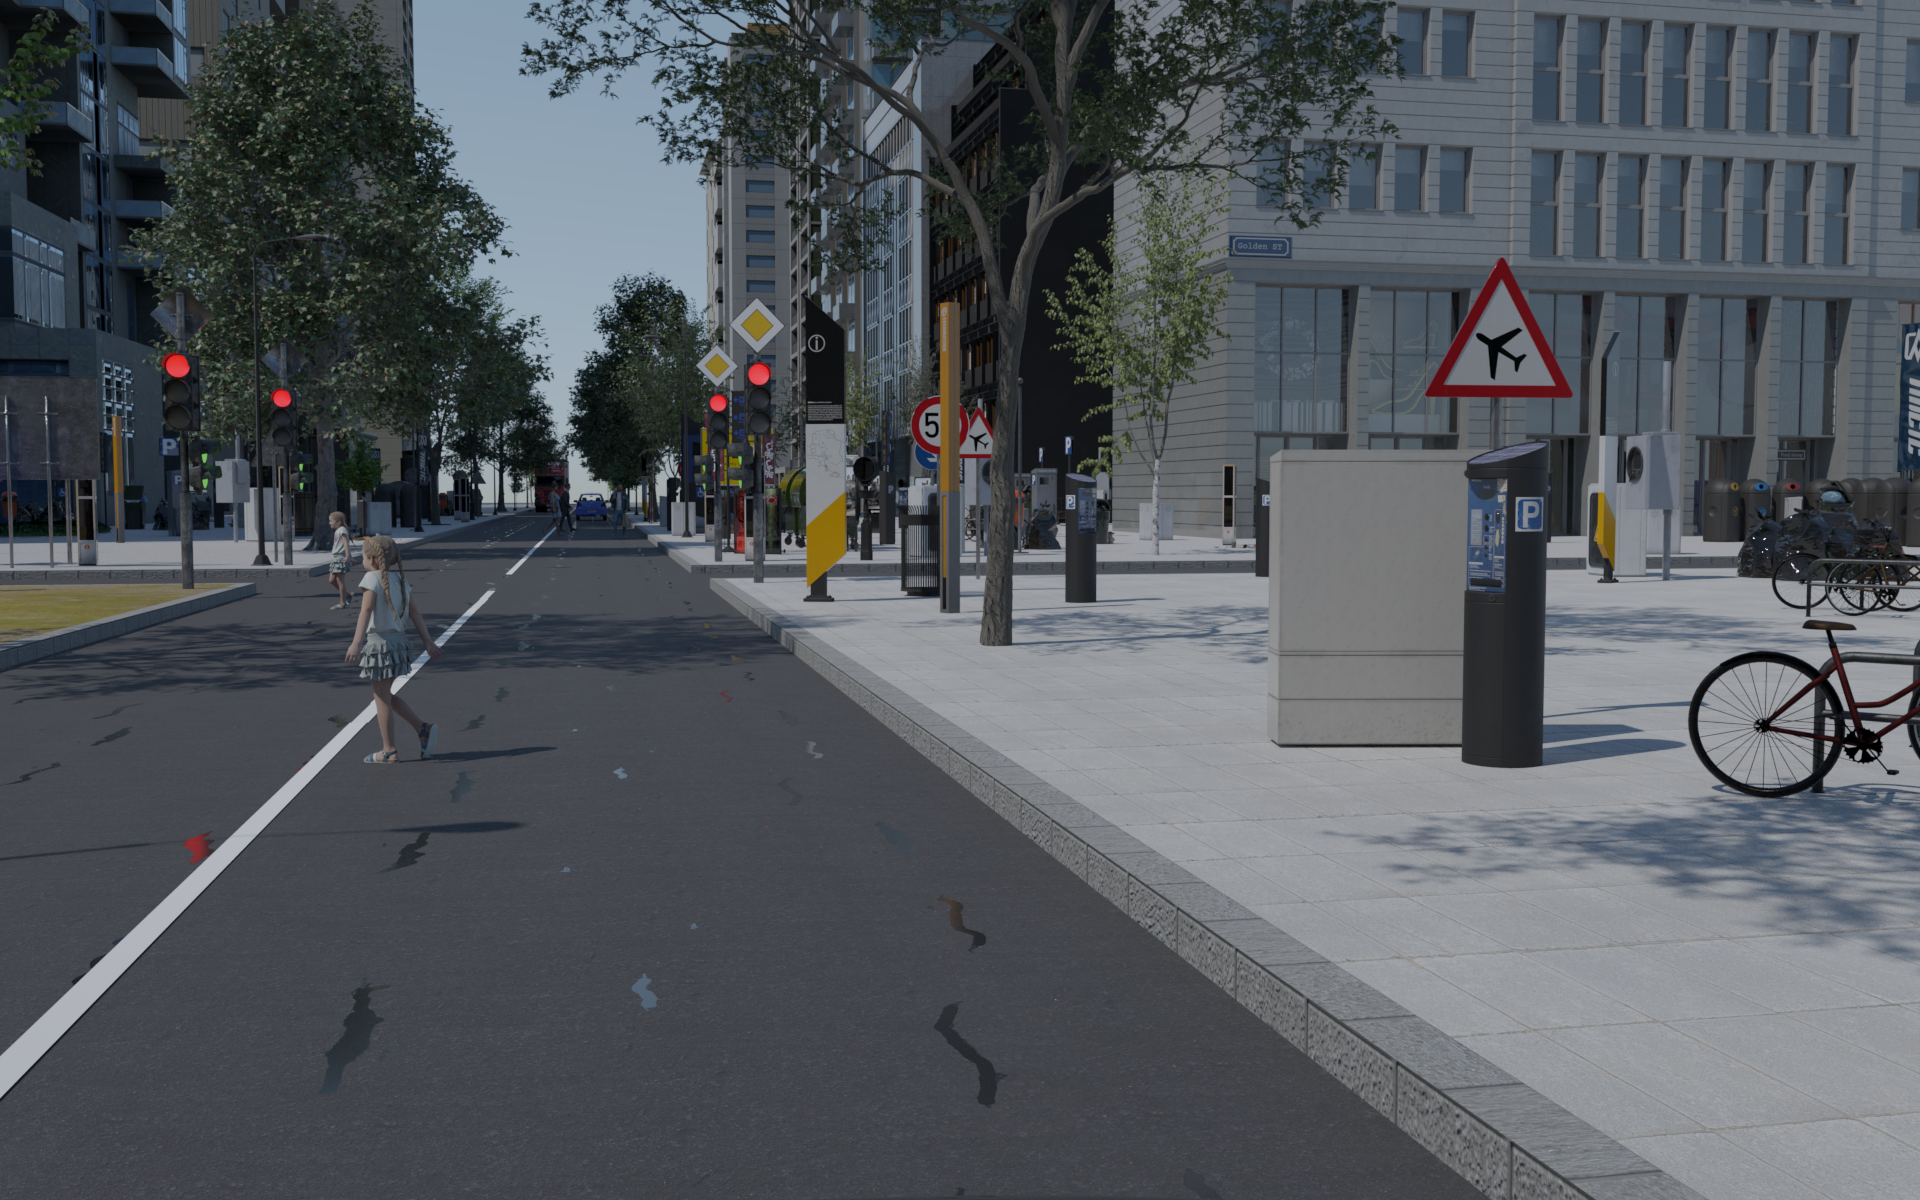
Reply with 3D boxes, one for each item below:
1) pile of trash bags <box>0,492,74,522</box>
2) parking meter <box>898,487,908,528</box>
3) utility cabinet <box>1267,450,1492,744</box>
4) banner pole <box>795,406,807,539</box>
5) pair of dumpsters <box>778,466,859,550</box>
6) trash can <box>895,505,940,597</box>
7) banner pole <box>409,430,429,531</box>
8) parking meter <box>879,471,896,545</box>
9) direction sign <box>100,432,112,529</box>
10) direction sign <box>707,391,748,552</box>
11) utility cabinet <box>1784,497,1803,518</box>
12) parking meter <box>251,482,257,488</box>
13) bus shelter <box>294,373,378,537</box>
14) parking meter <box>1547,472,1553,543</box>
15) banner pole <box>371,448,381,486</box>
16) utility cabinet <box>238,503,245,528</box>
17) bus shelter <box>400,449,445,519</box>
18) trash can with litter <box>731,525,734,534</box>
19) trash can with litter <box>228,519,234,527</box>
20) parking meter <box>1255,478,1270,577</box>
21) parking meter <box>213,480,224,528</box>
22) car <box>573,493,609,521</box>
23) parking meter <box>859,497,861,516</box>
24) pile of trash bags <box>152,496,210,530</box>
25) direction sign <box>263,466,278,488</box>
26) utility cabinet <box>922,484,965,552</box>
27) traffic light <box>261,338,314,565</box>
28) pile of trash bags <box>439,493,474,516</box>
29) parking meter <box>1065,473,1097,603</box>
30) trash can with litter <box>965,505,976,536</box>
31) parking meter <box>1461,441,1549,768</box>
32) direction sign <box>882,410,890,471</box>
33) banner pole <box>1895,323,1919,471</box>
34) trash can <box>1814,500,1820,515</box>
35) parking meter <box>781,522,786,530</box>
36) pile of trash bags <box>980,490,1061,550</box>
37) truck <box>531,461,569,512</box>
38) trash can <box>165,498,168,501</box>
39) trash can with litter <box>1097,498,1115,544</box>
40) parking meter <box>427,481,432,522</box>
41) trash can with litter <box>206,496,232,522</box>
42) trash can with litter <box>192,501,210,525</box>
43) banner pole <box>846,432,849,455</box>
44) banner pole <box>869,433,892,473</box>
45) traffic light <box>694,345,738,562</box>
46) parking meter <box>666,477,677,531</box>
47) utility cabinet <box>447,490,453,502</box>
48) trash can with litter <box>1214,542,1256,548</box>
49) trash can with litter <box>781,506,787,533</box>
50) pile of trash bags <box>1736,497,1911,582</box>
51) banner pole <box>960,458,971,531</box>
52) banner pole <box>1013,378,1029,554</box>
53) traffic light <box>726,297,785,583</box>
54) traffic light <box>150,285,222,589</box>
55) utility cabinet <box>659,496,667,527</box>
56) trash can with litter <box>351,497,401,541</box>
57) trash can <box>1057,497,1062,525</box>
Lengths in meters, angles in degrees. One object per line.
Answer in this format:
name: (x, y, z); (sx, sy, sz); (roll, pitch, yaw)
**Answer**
pile of trash bags: (-33.083, -3.179, 61.731); (1.912, 1.369, 3.447); (0, 4, -1)
parking meter: (-2.122, -3.451, 64.842); (0.372, 1.533, 0.369); (0, 3, 0)
utility cabinet: (2.188, -0.011, 8.854); (1.173, 1.500, 0.318); (0, 4, -1)
banner pole: (-4.378, -3.634, 49.426); (0.401, 3.779, 0.863); (-3, 5, -39)
pair of dumpsters: (-3.362, -2.387, 41.525); (1.574, 2.255, 4.437); (-1, 4, -12)
trash can: (-0.445, -0.625, 21.869); (0.748, 1.137, 0.748); (0, 3, 0)
banner pole: (-19.076, -4.349, 61.116); (0.401, 3.779, 0.863); (2, 4, 34)
parking meter: (-1.837, -2.340, 43.962); (0.255, 1.863, 0.399); (3, 5, 42)
direction sign: (-31.367, -4.375, 63.528); (0.379, 3.537, 0.876); (-1, 4, -12)
direction sign: (-5.104, -2.820, 38.101); (0.876, 3.537, 0.379); (0, 4, -1)
utility cabinet: (18.614, -1.686, 38.730); (0.306, 1.237, 1.020); (1, 4, 22)
parking meter: (-34.323, -4.790, 84.027); (0.399, 1.863, 0.255); (1, 4, 20)
bus shelter: (-20.619, -4.817, 56.396); (2.179, 5.291, 8.768); (-1, 4, -12)
parking meter: (15.327, -2.433, 45.494); (0.399, 1.863, 0.255); (-2, 4, -28)
banner pole: (-28.182, -5.692, 83.073); (0.863, 3.779, 0.401); (-1, 4, -15)
utility cabinet: (-26.534, -3.447, 65.032); (1.173, 1.500, 0.318); (1, 4, 14)
bus shelter: (-27.985, -6.063, 90.418); (1.731, 3.624, 6.357); (-1, 4, -12)
trash can with litter: (-7.687, -2.720, 55.853); (1.055, 1.170, 0.624); (0, 4, -5)
trash can with litter: (-28.087, -3.454, 67.860); (0.624, 1.170, 1.055); (2, 4, 29)
parking meter: (4.774, -1.128, 26.850); (0.372, 1.533, 0.369); (0, 3, 0)
parking meter: (-28.134, -3.670, 65.723); (0.399, 1.863, 0.255); (3, 5, 42)
car: (-20.272, -5.238, 95.229); (1.945, 1.707, 3.694); (-1, 4, -12)
parking meter: (-6.030, -5.712, 101.801); (0.372, 1.533, 0.369); (0, 3, 0)
pile of trash bags: (-27.688, -3.168, 61.553); (1.912, 1.369, 3.447); (-2, 4, -25)
direction sign: (-33.364, -5.613, 83.770); (0.876, 3.537, 0.379); (1, 4, 17)
utility cabinet: (-0.377, -1.782, 37.820); (0.318, 1.500, 1.173); (-3, 4, -38)
traffic light: (-12.087, -2.580, 31.111); (0.839, 4.253, 0.868); (-1, 4, -12)
pile of trash bags: (-29.612, -5.572, 100.853); (1.912, 1.369, 3.447); (0, 4, 2)
parking meter: (1.432, -0.739, 20.494); (0.372, 1.533, 0.369); (0, 3, 0)
trash can with litter: (0.421, -2.589, 53.380); (1.678, 1.210, 2.233); (-1, 4, -18)
parking meter: (2.590, 0.011, 8.233); (0.372, 1.533, 0.369); (0, 3, 0)
direction sign: (-2.019, -3.378, 47.233); (0.379, 3.537, 0.876); (1, 4, 11)
banner pole: (12.367, -1.965, 22.144); (0.401, 3.779, 0.863); (-2, 4, -27)
trash can: (21.611, -1.920, 43.040); (0.748, 1.137, 0.748); (0, 3, 0)
parking meter: (-6.396, -3.260, 61.713); (0.372, 1.533, 0.369); (0, 3, 0)
pile of trash bags: (1.378, -1.925, 41.232); (1.912, 1.369, 3.447); (0, 4, -1)
truck: (-33.071, -9.261, 140.336); (2.839, 4.237, 11.283); (-1, 4, -11)
trash can: (-25.517, -2.745, 56.539); (0.748, 1.137, 0.748); (0, 3, 0)
trash can with litter: (3.614, -2.032, 44.618); (0.624, 1.170, 1.055); (1, 4, 21)
parking meter: (-24.344, -4.526, 79.715); (0.255, 1.863, 0.399); (0, 4, -2)
trash can with litter: (-34.723, -4.234, 80.288); (1.678, 1.210, 2.233); (-2, 4, -25)
trash can with litter: (-30.279, -3.489, 68.433); (0.624, 1.170, 1.055); (2, 4, 35)
banner pole: (-4.147, -4.376, 61.570); (0.401, 3.779, 0.863); (-2, 4, -32)
banner pole: (-3.164, -4.930, 70.626); (0.863, 3.779, 0.401); (-1, 4, -11)
traffic light: (-4.598, -2.679, 32.722); (0.839, 4.253, 0.868); (-1, 4, -12)
parking meter: (-10.012, -3.329, 60.138); (0.255, 1.863, 0.399); (-2, 4, -28)
utility cabinet: (-30.286, -5.820, 103.831); (1.173, 1.500, 0.318); (2, 4, 35)
trash can with litter: (7.176, -1.840, 41.135); (2.233, 1.210, 1.678); (1, 4, 14)
trash can with litter: (-6.352, -2.871, 58.001); (2.233, 1.210, 1.678); (1, 4, 10)
pile of trash bags: (13.690, -1.000, 26.099); (3.447, 1.369, 1.912); (0, 4, 7)
banner pole: (0.129, -4.264, 59.736); (0.863, 3.779, 0.401); (0, 4, 1)
banner pole: (1.122, -2.905, 37.520); (0.863, 3.779, 0.401); (3, 5, 42)
traffic light: (-2.928, -2.201, 24.913); (0.839, 4.253, 0.868); (-1, 4, -12)
traffic light: (-10.418, -2.103, 23.301); (0.839, 4.253, 0.868); (-1, 4, -12)
utility cabinet: (-11.618, -3.471, 67.916); (0.306, 1.237, 1.020); (-1, 4, -12)
trash can with litter: (-16.663, -2.281, 48.355); (1.678, 1.210, 2.233); (-2, 4, -31)
trash can: (3.957, -3.723, 72.530); (0.748, 1.137, 0.748); (0, 3, 0)
